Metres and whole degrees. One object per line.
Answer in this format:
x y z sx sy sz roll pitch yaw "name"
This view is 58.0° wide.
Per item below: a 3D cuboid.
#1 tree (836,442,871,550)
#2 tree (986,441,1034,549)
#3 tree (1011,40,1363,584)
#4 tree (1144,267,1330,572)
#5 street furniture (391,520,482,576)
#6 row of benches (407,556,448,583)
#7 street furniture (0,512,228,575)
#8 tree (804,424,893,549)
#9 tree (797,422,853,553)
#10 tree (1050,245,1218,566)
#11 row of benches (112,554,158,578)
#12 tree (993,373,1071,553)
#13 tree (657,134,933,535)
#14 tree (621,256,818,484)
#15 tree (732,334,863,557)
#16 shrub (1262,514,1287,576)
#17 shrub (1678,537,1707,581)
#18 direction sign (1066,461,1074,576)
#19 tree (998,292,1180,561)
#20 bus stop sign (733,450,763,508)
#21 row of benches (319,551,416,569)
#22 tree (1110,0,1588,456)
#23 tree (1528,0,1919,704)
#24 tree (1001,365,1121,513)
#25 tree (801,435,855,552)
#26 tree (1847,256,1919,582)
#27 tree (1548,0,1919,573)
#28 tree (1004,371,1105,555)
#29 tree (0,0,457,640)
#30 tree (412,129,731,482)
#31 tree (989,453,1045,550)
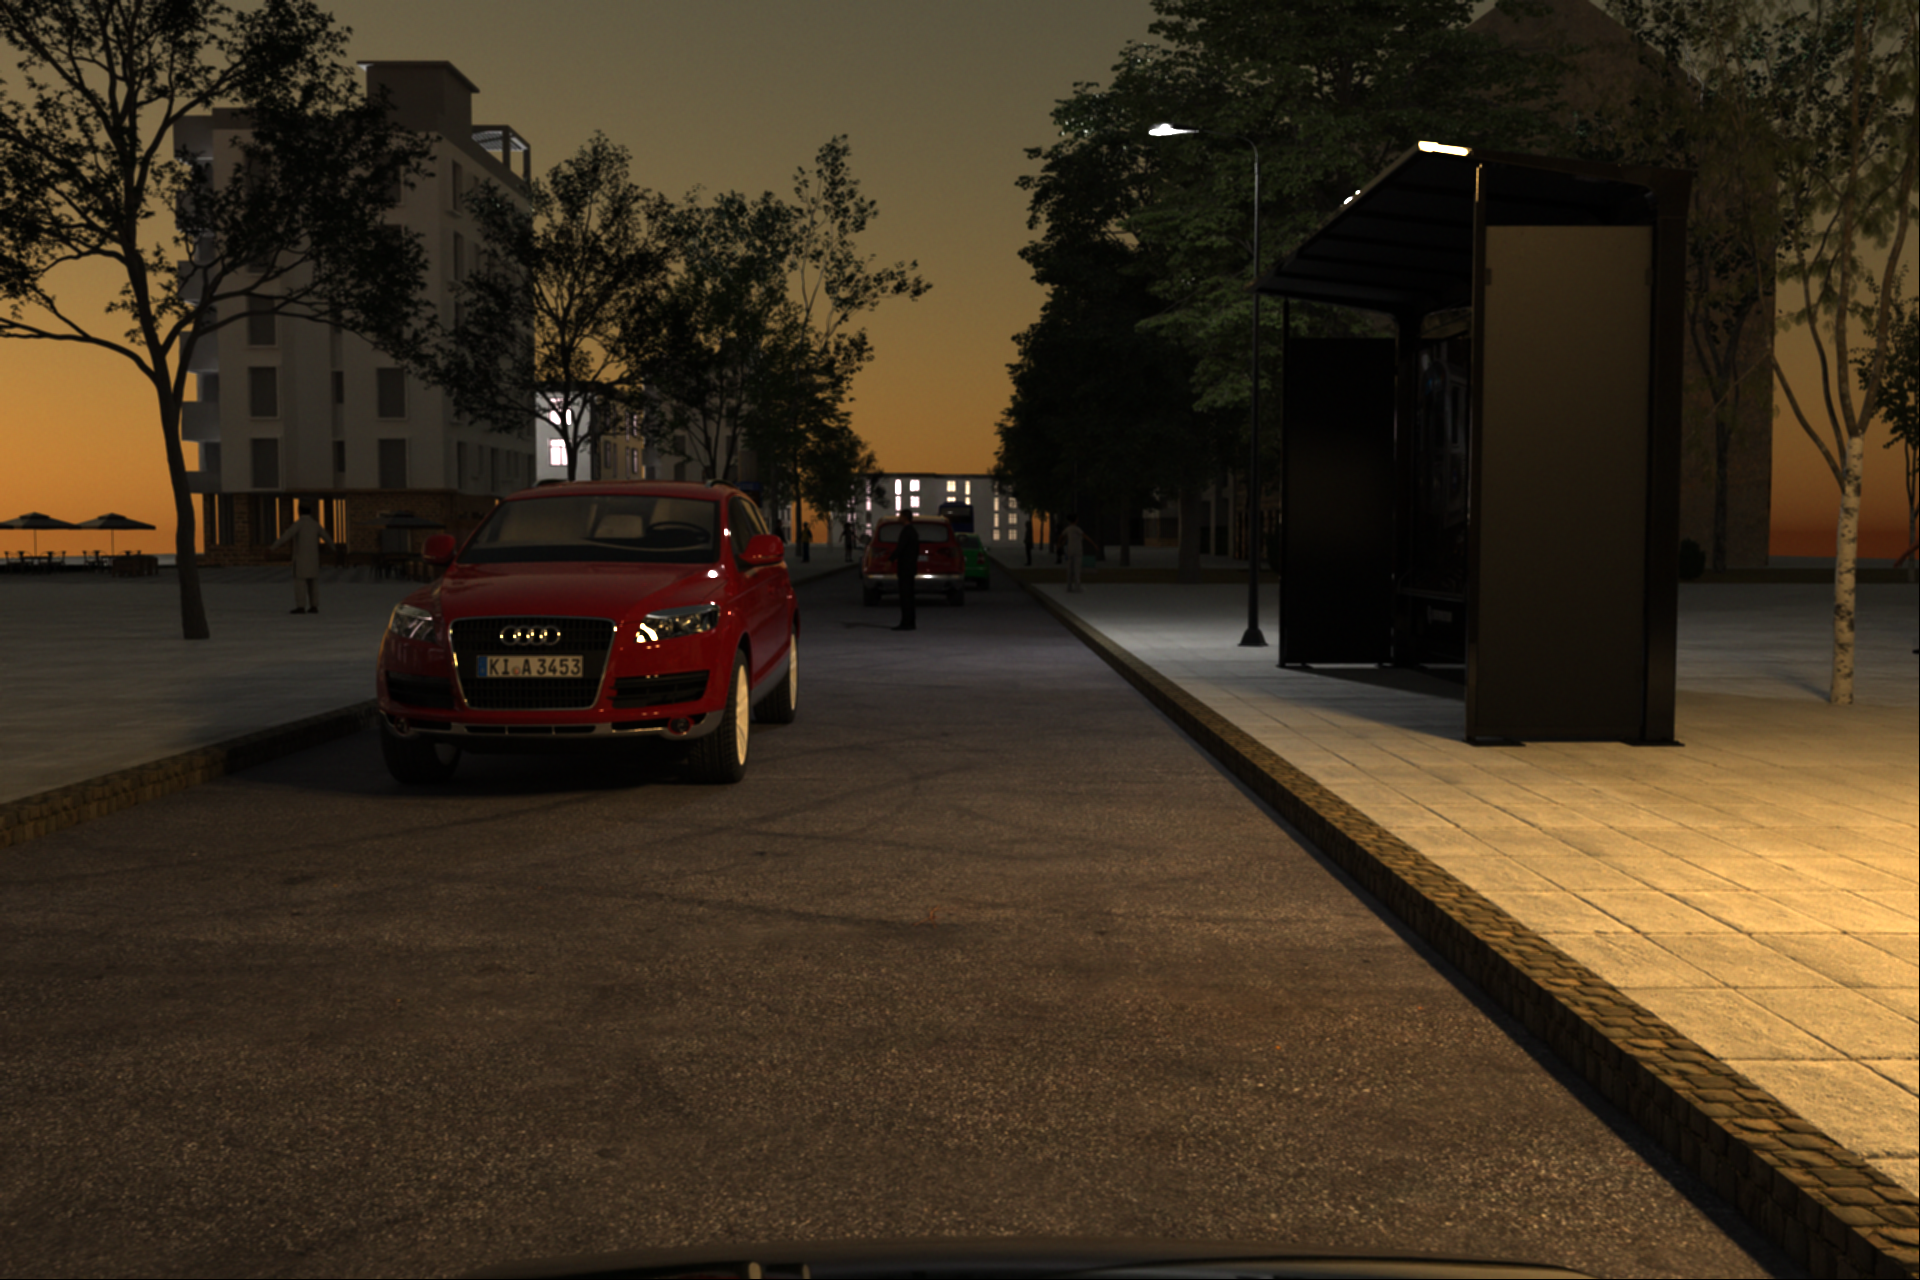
-8.953 -11.289 134.930 4.737 8.622 4.395 0 3 0 "tree"
6.140 -12.913 145.545 8.767 10.594 7.601 1 4 9 "tree"
5.823 -8.409 44.137 9.857 13.997 8.962 0 3 0 "tree"
9.996 -8.142 58.872 9.928 11.665 9.643 0 3 0 "tree"
-14.657 -3.074 57.117 11.010 1.723 9.812 0 4 -2 "street furniture"
-14.086 -1.882 46.226 1.422 0.672 4.104 -2 4 -27 "row of benches"
-33.448 -2.876 52.048 14.083 1.986 27.439 0 4 1 "street furniture"
-9.033 -12.821 144.030 7.601 10.594 8.767 2 4 25 "tree"
-8.606 -10.005 113.952 4.360 8.622 3.978 0 3 0 "tree"
6.900 -9.205 68.626 7.486 12.596 7.792 0 3 0 "tree"
-25.239 -2.295 52.991 1.422 0.672 4.104 -1 4 -15 "row of benches"
5.686 -12.041 115.002 7.486 12.596 7.792 0 3 0 "tree"
-8.088 -13.858 82.475 12.611 20.169 13.585 0 3 0 "tree"
-9.139 -8.547 65.499 9.928 11.665 9.643 0 3 0 "tree"
-9.585 -11.034 98.536 7.486 12.596 7.792 0 3 0 "tree"
10.070 -2.972 52.639 1.661 2.075 1.752 0 3 0 "shrub"
20.082 -2.242 47.769 1.383 1.207 1.383 0 3 0 "shrub"
3.421 -3.710 52.650 0.379 3.537 0.876 0 4 -1 "direction sign"
6.664 -10.717 81.884 9.857 13.997 8.962 0 3 0 "tree"
-6.712 -4.026 54.845 0.837 3.901 0.837 0 4 0 "bus stop sign"
-22.139 -2.998 64.484 4.104 0.672 1.422 1 4 10 "row of benches"
5.623 -6.616 26.304 7.486 12.596 7.792 0 3 0 "tree"
6.685 -3.810 12.655 4.360 8.622 3.978 0 3 0 "tree"
5.934 -10.813 94.926 7.486 12.596 7.792 0 3 0 "tree"
-9.071 -10.443 121.099 4.737 8.622 4.395 0 3 0 "tree"
25.545 -5.841 45.861 4.737 8.622 4.395 0 3 0 "tree"
23.729 -12.307 57.111 12.611 20.169 13.585 0 3 0 "tree"
6.371 -11.450 105.339 7.486 12.596 7.792 0 3 0 "tree"
-9.662 -5.296 21.003 7.601 10.594 8.767 1 4 19 "tree"
-8.600 -6.411 39.235 7.601 10.594 8.767 -3 4 -38 "tree"
6.410 -12.392 137.014 8.767 10.594 7.601 0 4 1 "tree"
